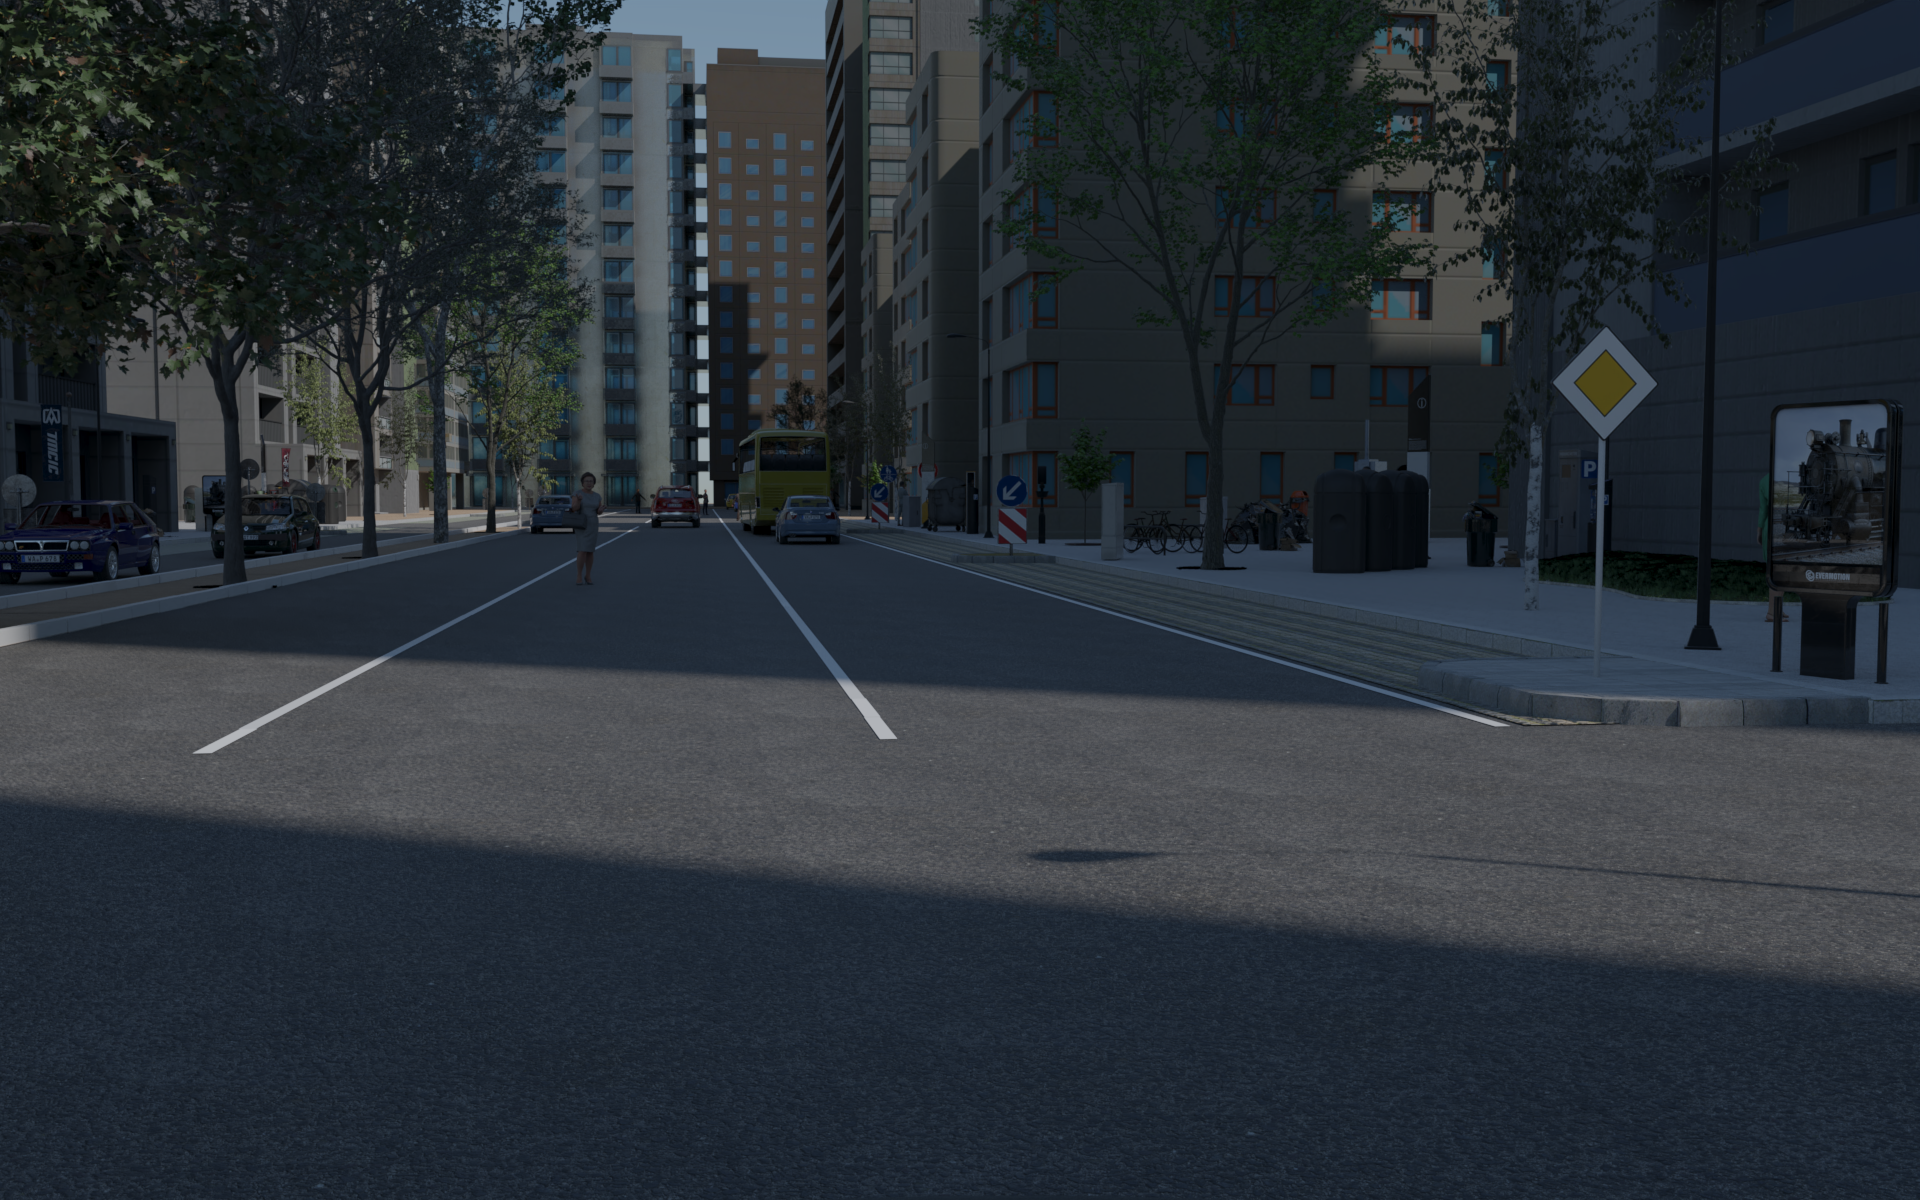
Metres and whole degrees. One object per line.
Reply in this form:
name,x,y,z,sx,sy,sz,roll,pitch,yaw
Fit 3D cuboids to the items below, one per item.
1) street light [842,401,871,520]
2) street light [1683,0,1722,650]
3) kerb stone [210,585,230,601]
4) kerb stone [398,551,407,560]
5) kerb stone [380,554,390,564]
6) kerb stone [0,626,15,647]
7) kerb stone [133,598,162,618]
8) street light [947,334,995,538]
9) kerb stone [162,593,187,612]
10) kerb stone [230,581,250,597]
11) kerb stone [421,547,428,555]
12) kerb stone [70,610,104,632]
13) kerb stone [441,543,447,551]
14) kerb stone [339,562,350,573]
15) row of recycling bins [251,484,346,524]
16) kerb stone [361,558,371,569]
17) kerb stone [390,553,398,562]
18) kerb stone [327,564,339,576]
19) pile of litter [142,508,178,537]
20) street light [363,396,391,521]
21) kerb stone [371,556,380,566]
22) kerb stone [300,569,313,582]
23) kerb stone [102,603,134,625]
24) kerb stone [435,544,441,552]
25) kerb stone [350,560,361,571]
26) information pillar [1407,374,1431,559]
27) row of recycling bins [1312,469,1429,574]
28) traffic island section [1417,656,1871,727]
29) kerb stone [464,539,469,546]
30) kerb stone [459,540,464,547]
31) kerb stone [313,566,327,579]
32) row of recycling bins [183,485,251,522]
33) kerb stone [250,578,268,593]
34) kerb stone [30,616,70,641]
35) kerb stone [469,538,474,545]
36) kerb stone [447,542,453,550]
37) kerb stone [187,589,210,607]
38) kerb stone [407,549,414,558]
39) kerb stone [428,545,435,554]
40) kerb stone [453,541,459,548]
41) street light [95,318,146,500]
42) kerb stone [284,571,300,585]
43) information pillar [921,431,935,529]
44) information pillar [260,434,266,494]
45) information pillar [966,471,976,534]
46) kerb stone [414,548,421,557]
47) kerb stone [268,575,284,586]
street light,-5.166,-6.973,86.553,1.470,5.913,1.316,-1,4,-8
street light,5.625,-2.543,14.121,1.470,5.913,1.316,-1,4,-8
kerb stone,-10.112,-0.068,23.448,0.120,0.150,1.000,-1,4,-8
kerb stone,-12.224,-0.939,37.620,0.120,0.150,1.000,-1,4,-8
kerb stone,-11.922,-0.814,35.588,0.120,0.150,1.000,-1,4,-8
kerb stone,-9.050,0.358,16.356,0.120,0.150,1.000,-1,4,-8
kerb stone,-9.656,0.109,20.411,0.120,0.150,1.000,-1,4,-8
street light,0.304,-4.759,50.348,1.470,5.913,1.316,-1,4,-8
kerb stone,-9.802,0.047,21.424,0.120,0.150,1.000,-1,4,-8
kerb stone,-10.258,-0.138,24.459,0.120,0.150,1.000,-1,4,-8
kerb stone,-12.680,-1.129,40.654,0.120,0.150,1.000,-1,4,-8
kerb stone,-9.346,0.236,18.379,0.120,0.150,1.000,-1,4,-8
kerb stone,-13.131,-1.315,43.690,0.120,0.150,1.000,-1,4,-8
kerb stone,-11.322,-0.568,31.543,0.120,0.150,1.000,-1,4,-8
row of recycling bins,-27.604,-3.989,72.339,1.069,1.692,3.534,2,4,33
kerb stone,-11.614,-0.695,33.566,0.120,0.150,1.000,-1,4,-8
kerb stone,-12.077,-0.876,36.598,0.120,0.150,1.000,-1,4,-8
kerb stone,-11.167,-0.510,30.532,0.120,0.150,1.000,-1,4,-8
pile of litter,-24.246,-2.298,51.541,1.719,0.858,1.176,0,4,0
street light,-27.629,-6.701,82.097,1.470,5.913,1.316,-1,4,-8
kerb stone,-11.776,-0.754,34.576,0.120,0.150,1.000,-1,4,-8
kerb stone,-10.862,-0.386,28.510,0.120,0.150,1.000,-1,4,-8
kerb stone,-9.504,0.174,19.401,0.120,0.150,1.000,-1,4,-8
kerb stone,-12.983,-1.252,42.676,0.120,0.150,1.000,-1,4,-8
kerb stone,-11.466,-0.631,32.555,0.120,0.150,1.000,-1,4,-8
information pillar,9.045,-2.616,34.131,0.183,3.616,0.504,-3,5,-40
row of recycling bins,7.029,-1.357,29.300,1.069,1.692,3.534,3,4,37
traffic island section,4.506,0.621,12.128,2.009,0.180,2.903,-1,4,-8
kerb stone,-13.736,-1.561,47.750,0.120,0.150,1.000,-1,4,-8
kerb stone,-13.575,-1.499,46.730,0.120,0.150,1.000,-1,4,-8
kerb stone,-11.008,-0.448,29.522,0.120,0.150,1.000,-1,4,-8
row of recycling bins,-34.376,-4.490,80.524,3.534,1.692,1.069,0,4,5
kerb stone,-10.405,-0.200,25.471,0.120,0.150,1.000,-1,4,-8
kerb stone,-9.198,0.295,17.367,0.120,0.150,1.000,-1,4,-8
kerb stone,-13.890,-1.626,48.774,0.120,0.150,1.000,-1,4,-8
kerb stone,-13.281,-1.377,44.701,0.120,0.150,1.000,-1,4,-8
kerb stone,-9.957,-0.009,22.435,0.120,0.150,1.000,-1,4,-8
kerb stone,-12.382,-1.005,38.631,0.120,0.150,1.000,-1,4,-8
kerb stone,-12.828,-1.191,41.665,0.120,0.150,1.000,-1,4,-8
kerb stone,-13.436,-1.439,45.717,0.120,0.150,1.000,-1,4,-8
street light,-22.158,-4.476,45.719,1.470,5.913,1.316,-1,4,-8
kerb stone,-10.705,-0.324,27.500,0.120,0.150,1.000,-1,4,-8
information pillar,-1.190,-4.453,64.158,0.504,3.616,0.183,1,4,12
information pillar,-27.216,-4.669,67.692,0.183,3.616,0.504,-2,4,-32
information pillar,0.358,-3.172,56.358,0.304,2.012,0.304,0,4,3
kerb stone,-12.534,-1.067,39.642,0.120,0.150,1.000,-1,4,-8
kerb stone,-10.561,-0.260,26.488,0.120,0.150,1.000,-1,4,-8
